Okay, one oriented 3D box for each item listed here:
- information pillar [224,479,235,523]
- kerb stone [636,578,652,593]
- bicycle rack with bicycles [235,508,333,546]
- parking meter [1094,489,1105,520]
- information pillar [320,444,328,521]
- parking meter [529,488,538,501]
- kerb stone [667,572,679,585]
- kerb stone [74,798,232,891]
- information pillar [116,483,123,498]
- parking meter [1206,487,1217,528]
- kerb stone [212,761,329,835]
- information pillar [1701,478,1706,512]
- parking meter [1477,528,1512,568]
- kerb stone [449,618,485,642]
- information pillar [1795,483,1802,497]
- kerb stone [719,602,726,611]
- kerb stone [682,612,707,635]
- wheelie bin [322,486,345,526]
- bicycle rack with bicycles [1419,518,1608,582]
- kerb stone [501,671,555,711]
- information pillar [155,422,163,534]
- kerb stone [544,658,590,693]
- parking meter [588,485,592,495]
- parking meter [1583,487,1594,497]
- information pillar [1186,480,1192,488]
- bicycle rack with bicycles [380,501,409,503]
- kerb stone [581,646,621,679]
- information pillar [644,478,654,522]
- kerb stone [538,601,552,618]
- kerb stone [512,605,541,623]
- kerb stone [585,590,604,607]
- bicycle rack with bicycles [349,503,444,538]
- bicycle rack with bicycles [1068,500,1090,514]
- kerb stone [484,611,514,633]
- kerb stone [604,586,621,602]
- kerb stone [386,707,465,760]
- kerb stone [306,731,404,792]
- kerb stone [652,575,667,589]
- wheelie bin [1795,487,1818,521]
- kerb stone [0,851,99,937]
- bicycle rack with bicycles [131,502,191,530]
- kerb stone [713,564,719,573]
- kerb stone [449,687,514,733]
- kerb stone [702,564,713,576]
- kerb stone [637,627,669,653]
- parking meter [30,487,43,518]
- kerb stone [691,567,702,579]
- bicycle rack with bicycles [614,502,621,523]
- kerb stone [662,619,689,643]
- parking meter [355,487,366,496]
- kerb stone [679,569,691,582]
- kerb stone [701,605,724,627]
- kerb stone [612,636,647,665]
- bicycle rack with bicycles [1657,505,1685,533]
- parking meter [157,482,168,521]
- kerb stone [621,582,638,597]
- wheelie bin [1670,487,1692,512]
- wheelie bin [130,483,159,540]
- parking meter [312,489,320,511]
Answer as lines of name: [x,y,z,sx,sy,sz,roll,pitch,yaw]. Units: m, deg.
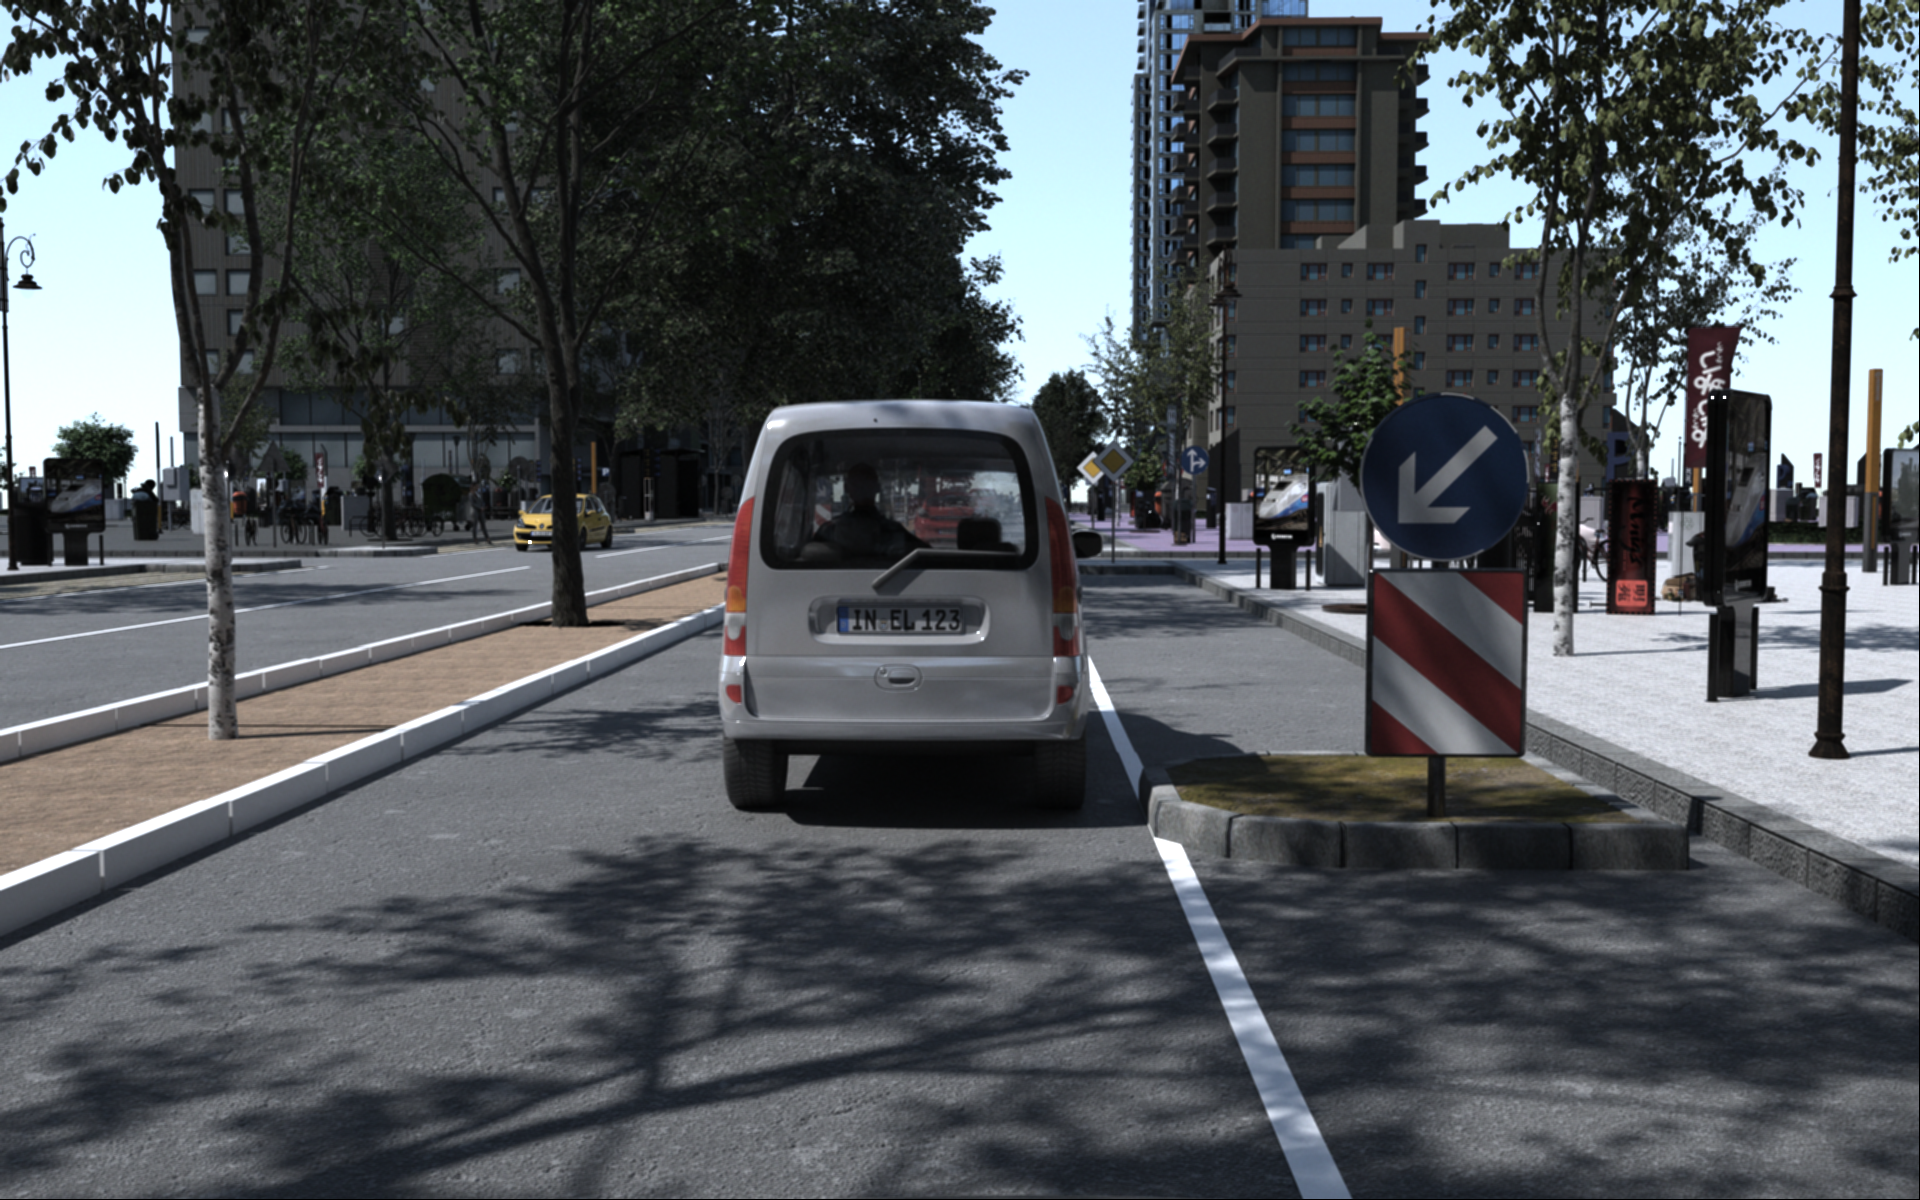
information pillar: [-32.477,-5.227,76.813,0.504,3.616,0.183,0,4,7]
kerb stone: [-4.693,-0.189,25.289,0.120,0.150,1.000,0,4,2]
bicycle rack with bicycles: [-17.252,-1.868,43.918,2.852,0.926,2.925,-1,4,-22]
parking meter: [6.864,-4.636,84.205,0.372,1.533,0.369,0,3,0]
information pillar: [-29.471,-5.440,80.298,0.504,3.616,0.183,3,5,44]
parking meter: [-17.077,-3.728,69.364,0.372,1.533,0.369,0,3,0]
kerb stone: [-4.625,-0.314,27.336,0.120,0.150,1.000,0,4,2]
kerb stone: [-3.133,0.945,6.750,0.120,0.150,1.000,0,4,2]
information pillar: [-55.545,-6.727,114.475,0.304,2.012,0.304,-3,5,-44]
parking meter: [9.436,-3.461,65.001,0.372,1.533,0.369,0,3,0]
kerb stone: [-3.099,0.886,7.772,0.120,0.150,1.000,0,4,2]
information pillar: [33.709,-4.541,78.734,0.304,2.012,0.304,0,4,-5]
parking meter: [6.054,-0.686,19.627,0.372,1.533,0.369,0,3,0]
kerb stone: [-4.922,0.313,17.080,0.120,0.150,1.000,0,4,2]
information pillar: [53.747,-6.515,111.010,0.304,2.012,0.304,0,4,-2]
kerb stone: [-2.744,0.130,20.063,0.120,0.150,1.000,0,4,2]
kerb stone: [-2.802,0.256,18.016,0.120,0.150,1.000,0,4,2]
wheelie bin: [-25.532,-3.842,70.729,0.693,1.594,0.980,1,4,13]
bicycle rack with bicycles: [8.228,-0.784,26.193,2.852,0.926,2.925,0,4,-8]
kerb stone: [-2.987,0.632,11.864,0.120,0.150,1.000,0,4,2]
information pillar: [-26.014,-3.968,56.227,0.183,3.616,0.504,-1,4,-22]
kerb stone: [-2.955,0.570,12.886,0.120,0.150,1.000,0,4,2]
parking meter: [-23.487,-6.412,110.544,0.255,1.863,0.399,3,4,38]
parking meter: [23.721,-3.483,65.351,0.372,1.533,0.369,0,3,0]
information pillar: [11.553,-5.099,87.853,0.304,2.012,0.304,2,4,27]
bicycle rack with bicycles: [-21.509,-3.295,67.253,2.852,0.926,2.925,-1,4,-13]
kerb stone: [-2.914,0.509,13.913,0.120,0.150,1.000,0,4,2]
information pillar: [-14.290,-4.593,79.584,0.304,2.012,0.304,2,4,23]
kerb stone: [-4.841,0.125,20.158,0.120,0.150,1.000,0,4,2]
kerb stone: [-4.857,0.188,19.129,0.120,0.150,1.000,0,4,2]
kerb stone: [-4.776,-0.001,22.211,0.120,0.150,1.000,0,4,2]
bicycle rack with bicycles: [-16.875,-2.372,52.156,2.852,0.926,2.925,3,5,42]
bicycle rack with bicycles: [8.290,-6.027,111.925,2.852,0.926,2.925,3,4,38]
kerb stone: [-4.894,0.252,18.107,0.120,0.150,1.000,0,4,2]
kerb stone: [-4.750,-0.058,23.234,0.120,0.150,1.000,0,4,2]
kerb stone: [-3.040,0.757,9.820,0.120,0.150,1.000,0,4,2]
kerb stone: [-3.075,0.819,8.798,0.120,0.150,1.000,0,4,2]
kerb stone: [-4.653,-0.252,26.311,0.120,0.150,1.000,0,4,2]
wheelie bin: [42.997,-4.905,88.102,0.693,1.594,0.980,-3,5,-43]
kerb stone: [-3.162,1.008,5.720,0.120,0.150,1.000,0,4,2]
bicycle rack with bicycles: [-28.247,-3.012,62.622,2.925,0.926,2.852,-3,5,-42]
kerb stone: [-4.498,-0.564,31.424,0.120,0.150,1.000,0,4,2]
kerb stone: [-3.011,0.695,10.842,0.120,0.150,1.000,0,4,2]
kerb stone: [-4.528,-0.501,30.401,0.120,0.150,1.000,0,4,2]
kerb stone: [-2.859,0.382,15.957,0.120,0.150,1.000,0,4,2]
parking meter: [-31.995,-3.157,60.021,0.372,1.533,0.369,0,3,0]
kerb stone: [-4.561,-0.437,29.380,0.120,0.150,1.000,0,4,2]
bicycle rack with bicycles: [-16.382,-3.923,77.528,2.852,0.926,2.925,0,4,-1]
kerb stone: [-2.834,0.324,16.987,0.120,0.150,1.000,0,4,2]
parking meter: [-22.661,-3.492,65.502,0.372,1.533,0.369,0,3,0]
kerb stone: [-4.592,-0.377,28.358,0.120,0.150,1.000,0,4,2]
kerb stone: [-2.764,0.193,19.038,0.120,0.150,1.000,0,4,2]
kerb stone: [-2.888,0.446,14.935,0.120,0.150,1.000,0,4,2]
bicycle rack with bicycles: [23.391,-2.764,58.577,2.925,0.926,2.852,0,4,-8]
parking meter: [-37.781,-4.670,82.070,0.255,1.863,0.399,3,4,36]
kerb stone: [-4.715,-0.122,24.260,0.120,0.150,1.000,0,4,2]
wheelie bin: [31.739,-4.168,76.051,0.980,1.594,0.693,0,4,-4]
wheelie bin: [-22.662,-2.460,48.129,0.693,1.594,0.980,-3,4,-36]
parking meter: [-32.389,-4.815,87.134,0.372,1.533,0.369,0,3,0]
